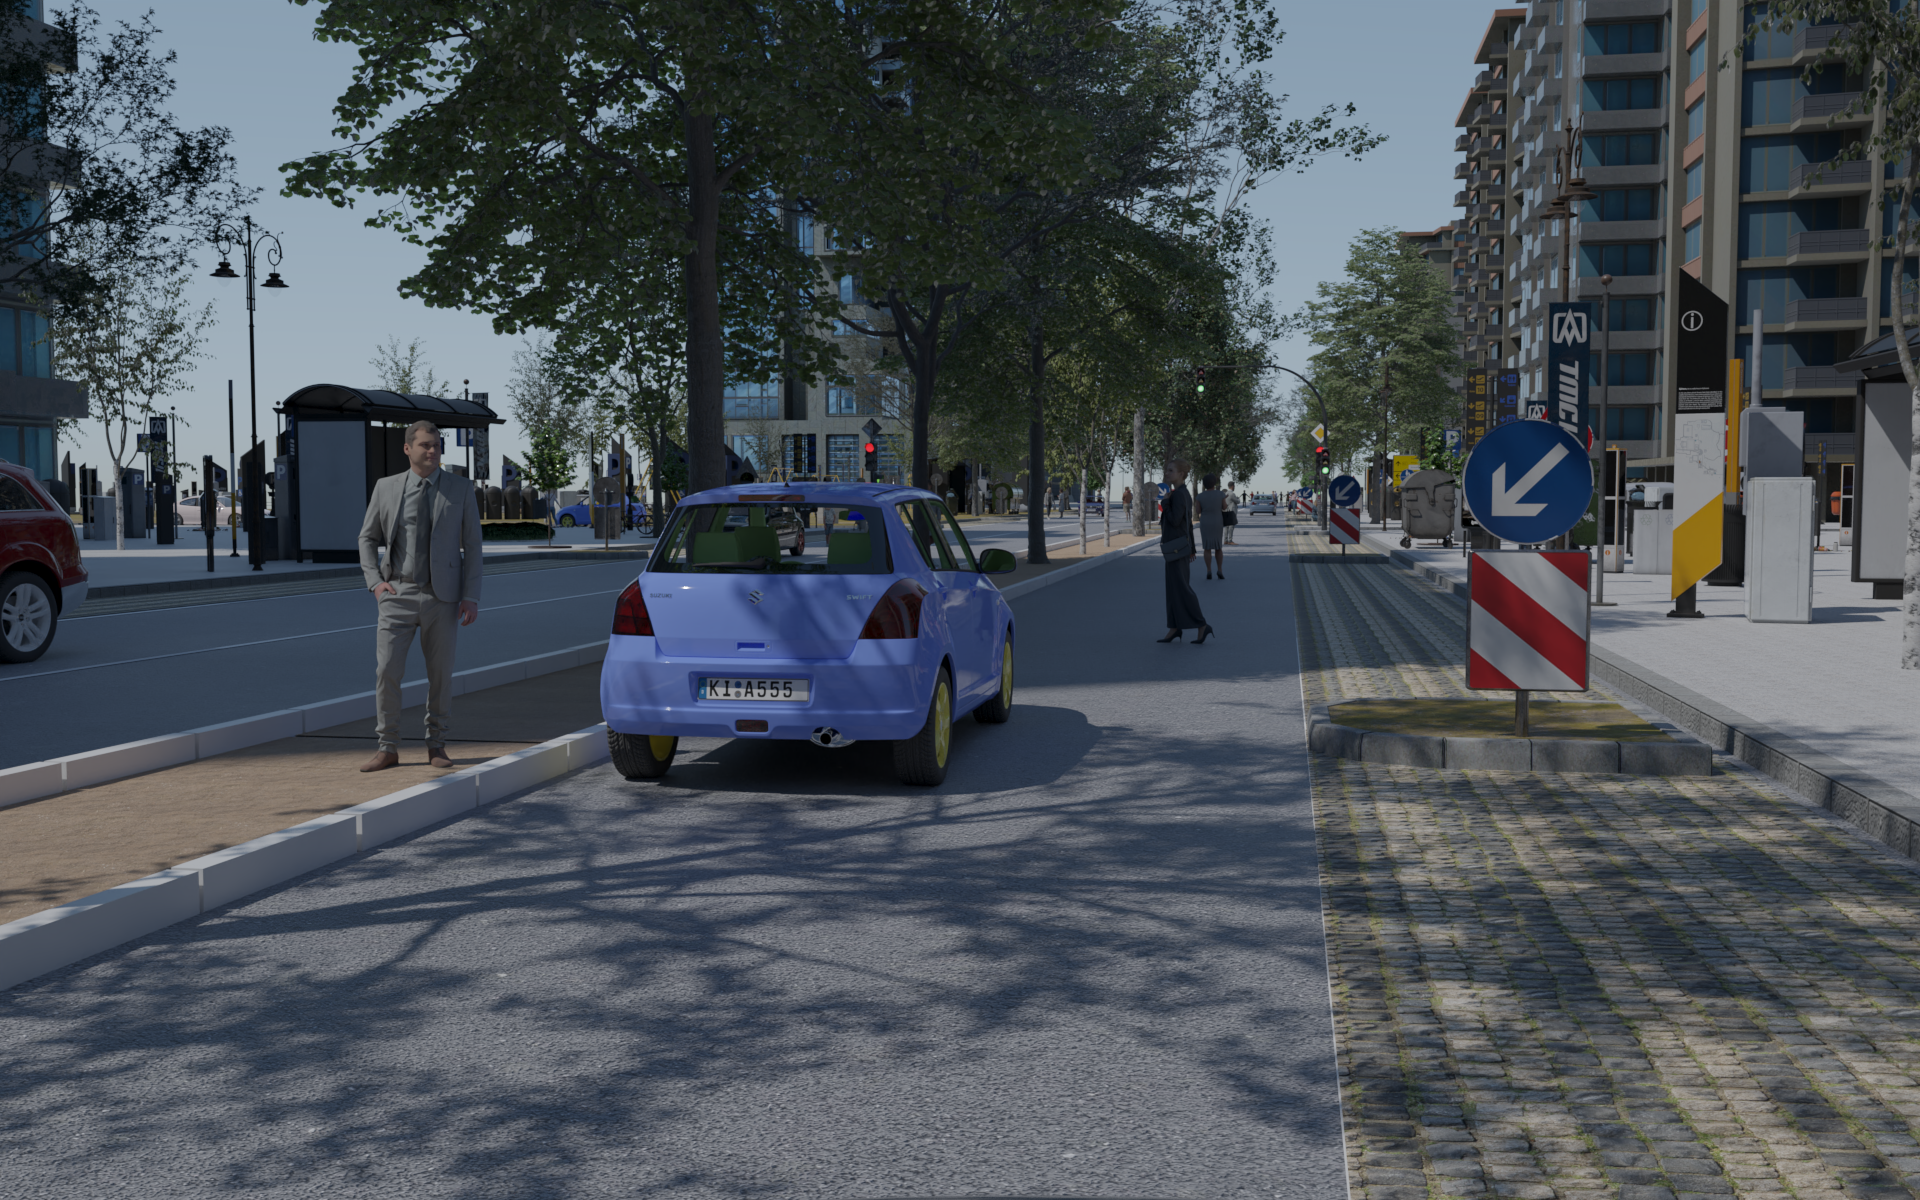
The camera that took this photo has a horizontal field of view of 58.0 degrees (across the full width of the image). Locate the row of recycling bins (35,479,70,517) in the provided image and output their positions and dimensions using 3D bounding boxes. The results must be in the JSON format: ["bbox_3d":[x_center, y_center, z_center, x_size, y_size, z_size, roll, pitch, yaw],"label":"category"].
[{"bbox_3d":[-24.534,-2.335,45.295,1.069,1.692,3.534,0,4,2],"label":"row of recycling bins"}]

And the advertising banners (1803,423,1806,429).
[{"bbox_3d":[19.658,-2.836,42.552,2.074,3.025,0.090,0,4,8],"label":"advertising banners"}]

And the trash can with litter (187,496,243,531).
[{"bbox_3d":[-26.064,-3.016,60.374,1.678,1.210,2.233,0,4,-2],"label":"trash can with litter"}]

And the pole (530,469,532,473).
[{"bbox_3d":[-25.958,-6.778,104.664,0.158,3.312,0.155,0,3,0],"label":"pole"}]

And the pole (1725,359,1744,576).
[{"bbox_3d":[11.754,-1.986,26.308,0.158,3.312,0.155,0,3,0],"label":"pole"}]

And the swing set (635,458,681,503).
[{"bbox_3d":[-13.392,-4.836,76.696,2.862,2.851,3.119,0,4,-4],"label":"swing set"}]

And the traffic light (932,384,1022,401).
[{"bbox_3d":[0.294,-5.911,71.319,4.771,5.953,1.251,1,4,11],"label":"traffic light"}]

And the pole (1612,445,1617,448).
[{"bbox_3d":[26.987,-4.749,71.485,0.158,3.312,0.155,0,3,0],"label":"pole"}]

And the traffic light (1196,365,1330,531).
[{"bbox_3d":[10.725,-5.286,61.098,4.771,5.953,1.251,1,4,11],"label":"traffic light"}]

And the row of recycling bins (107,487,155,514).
[{"bbox_3d":[-50.187,-5.972,104.757,1.069,1.692,3.534,1,4,13],"label":"row of recycling bins"}]

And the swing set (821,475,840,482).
[{"bbox_3d":[-11.269,-8.933,143.679,2.862,2.851,3.119,3,4,37],"label":"swing set"}]

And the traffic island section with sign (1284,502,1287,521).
[{"bbox_3d":[18.119,-5.043,91.081,1.989,1.847,2.006,1,4,11],"label":"traffic island section with sign"}]

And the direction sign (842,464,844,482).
[{"bbox_3d":[-8.732,-8.405,129.419,0.379,3.537,0.876,-1,4,-8],"label":"direction sign"}]

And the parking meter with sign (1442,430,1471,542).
[{"bbox_3d":[13.549,-3.059,46.272,0.543,3.016,1.738,-1,4,-15],"label":"parking meter with sign"}]

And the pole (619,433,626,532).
[{"bbox_3d":[-11.342,-3.938,58.228,0.158,3.312,0.155,0,3,0],"label":"pole"}]

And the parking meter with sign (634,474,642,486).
[{"bbox_3d":[-27.939,-9.273,147.867,0.543,3.016,1.738,2,4,35],"label":"parking meter with sign"}]

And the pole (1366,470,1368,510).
[{"bbox_3d":[32.728,-8.878,138.998,0.158,3.312,0.155,0,3,0],"label":"pole"}]

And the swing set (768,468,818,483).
[{"bbox_3d":[-10.583,-6.554,104.776,2.862,2.851,3.119,1,4,16],"label":"swing set"}]

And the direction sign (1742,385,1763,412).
[{"bbox_3d":[16.633,-2.720,36.465,0.379,3.537,0.876,0,4,0],"label":"direction sign"}]

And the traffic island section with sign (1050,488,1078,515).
[{"bbox_3d":[7.234,-6.835,120.384,1.989,1.847,2.006,1,4,11],"label":"traffic island section with sign"}]

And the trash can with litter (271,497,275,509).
[{"bbox_3d":[-26.808,-3.379,66.299,2.233,1.210,1.678,-3,5,-40],"label":"trash can with litter"}]

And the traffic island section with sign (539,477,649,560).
[{"bbox_3d":[-8.031,-1.825,38.469,1.989,1.847,2.006,1,4,11],"label":"traffic island section with sign"}]

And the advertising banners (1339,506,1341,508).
[{"bbox_3d":[23.436,-6.751,106.560,0.090,3.025,2.074,1,4,17],"label":"advertising banners"}]

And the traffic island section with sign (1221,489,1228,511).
[{"bbox_3d":[21.905,-8.278,143.484,2.006,1.907,1.989,1,4,11],"label":"traffic island section with sign"}]

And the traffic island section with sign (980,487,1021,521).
[{"bbox_3d":[2.222,-5.187,93.443,1.989,1.847,2.006,1,4,11],"label":"traffic island section with sign"}]

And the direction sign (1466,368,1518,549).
[{"bbox_3d":[9.591,-2.403,31.292,0.876,3.537,0.379,1,4,19],"label":"direction sign"}]

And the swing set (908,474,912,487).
[{"bbox_3d":[-3.110,-9.156,147.315,3.119,2.851,2.862,1,4,16],"label":"swing set"}]

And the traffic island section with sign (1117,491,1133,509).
[{"bbox_3d":[16.399,-9.842,169.543,1.989,1.847,2.006,1,4,11],"label":"traffic island section with sign"}]

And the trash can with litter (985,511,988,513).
[{"bbox_3d":[2.082,-6.531,117.836,1.678,1.210,2.233,-1,4,-15],"label":"trash can with litter"}]

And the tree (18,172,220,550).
[{"bbox_3d":[-19.054,-5.431,39.161,4.360,8.622,3.978,0,3,0],"label":"tree"}]

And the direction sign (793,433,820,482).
[{"bbox_3d":[-5.788,-4.445,64.668,0.876,3.537,0.379,1,4,10],"label":"direction sign"}]

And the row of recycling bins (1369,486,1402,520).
[{"bbox_3d":[22.546,-5.177,91.758,1.069,1.692,3.534,0,4,-1],"label":"row of recycling bins"}]

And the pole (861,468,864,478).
[{"bbox_3d":[-7.722,-8.745,136.816,0.158,3.312,0.155,0,3,0],"label":"pole"}]

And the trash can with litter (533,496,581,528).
[{"bbox_3d":[-15.556,-3.344,65.731,2.233,1.210,1.678,-1,4,-9],"label":"trash can with litter"}]

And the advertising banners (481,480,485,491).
[{"bbox_3d":[-41.897,-9.440,150.527,0.090,3.025,2.074,2,4,30],"label":"advertising banners"}]

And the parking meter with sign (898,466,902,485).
[{"bbox_3d":[-4.552,-6.849,108.246,1.738,3.016,0.543,1,4,12],"label":"parking meter with sign"}]

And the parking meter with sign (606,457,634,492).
[{"bbox_3d":[-16.393,-5.217,81.562,1.738,3.016,0.543,1,4,17],"label":"parking meter with sign"}]

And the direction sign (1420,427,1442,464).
[{"bbox_3d":[16.002,-4.082,58.741,0.876,3.537,0.379,-1,4,-13],"label":"direction sign"}]

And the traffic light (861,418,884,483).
[{"bbox_3d":[-3.241,-4.581,63.817,0.839,4.253,0.868,1,4,11],"label":"traffic light"}]

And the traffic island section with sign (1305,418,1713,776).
[{"bbox_3d":[3.002,-0.074,9.840,1.989,1.847,2.006,1,4,11],"label":"traffic island section with sign"}]

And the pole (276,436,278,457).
[{"bbox_3d":[-23.896,-4.095,60.790,0.158,3.312,0.155,0,3,0],"label":"pole"}]

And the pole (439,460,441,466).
[{"bbox_3d":[-28.460,-6.172,94.755,0.158,3.312,0.155,0,3,0],"label":"pole"}]

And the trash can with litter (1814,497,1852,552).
[{"bbox_3d":[19.314,-1.731,39.359,1.678,1.210,2.233,0,4,0],"label":"trash can with litter"}]

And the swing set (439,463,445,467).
[{"bbox_3d":[-26.744,-5.401,85.922,2.862,2.851,3.119,2,4,27],"label":"swing set"}]

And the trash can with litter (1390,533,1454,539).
[{"bbox_3d":[13.616,-2.359,49.620,2.233,1.210,1.678,3,5,41],"label":"trash can with litter"}]

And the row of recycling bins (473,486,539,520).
[{"bbox_3d":[-22.937,-4.886,86.994,3.534,1.692,1.069,-2,4,-26],"label":"row of recycling bins"}]

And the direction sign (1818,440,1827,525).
[{"bbox_3d":[36.239,-4.945,72.854,0.379,3.537,0.876,0,4,8],"label":"direction sign"}]

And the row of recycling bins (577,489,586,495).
[{"bbox_3d":[-33.137,-8.865,152.058,1.069,1.692,3.534,-1,4,-19],"label":"row of recycling bins"}]

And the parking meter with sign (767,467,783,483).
[{"bbox_3d":[-12.307,-7.178,113.614,0.543,3.016,1.738,-3,5,-42],"label":"parking meter with sign"}]

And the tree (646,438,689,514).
[{"bbox_3d":[-9.904,-3.912,58.562,1.663,3.219,1.824,0,3,0],"label":"tree"}]

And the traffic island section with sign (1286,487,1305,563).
[{"bbox_3d":[7.930,-1.695,36.342,1.989,1.847,2.006,1,4,11],"label":"traffic island section with sign"}]

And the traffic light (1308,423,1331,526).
[{"bbox_3d":[14.261,-4.880,68.706,0.839,4.253,0.868,1,4,11],"label":"traffic light"}]

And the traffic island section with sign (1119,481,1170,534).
[{"bbox_3d":[6.785,-3.315,62.330,2.006,1.907,1.989,1,4,11],"label":"traffic island section with sign"}]
